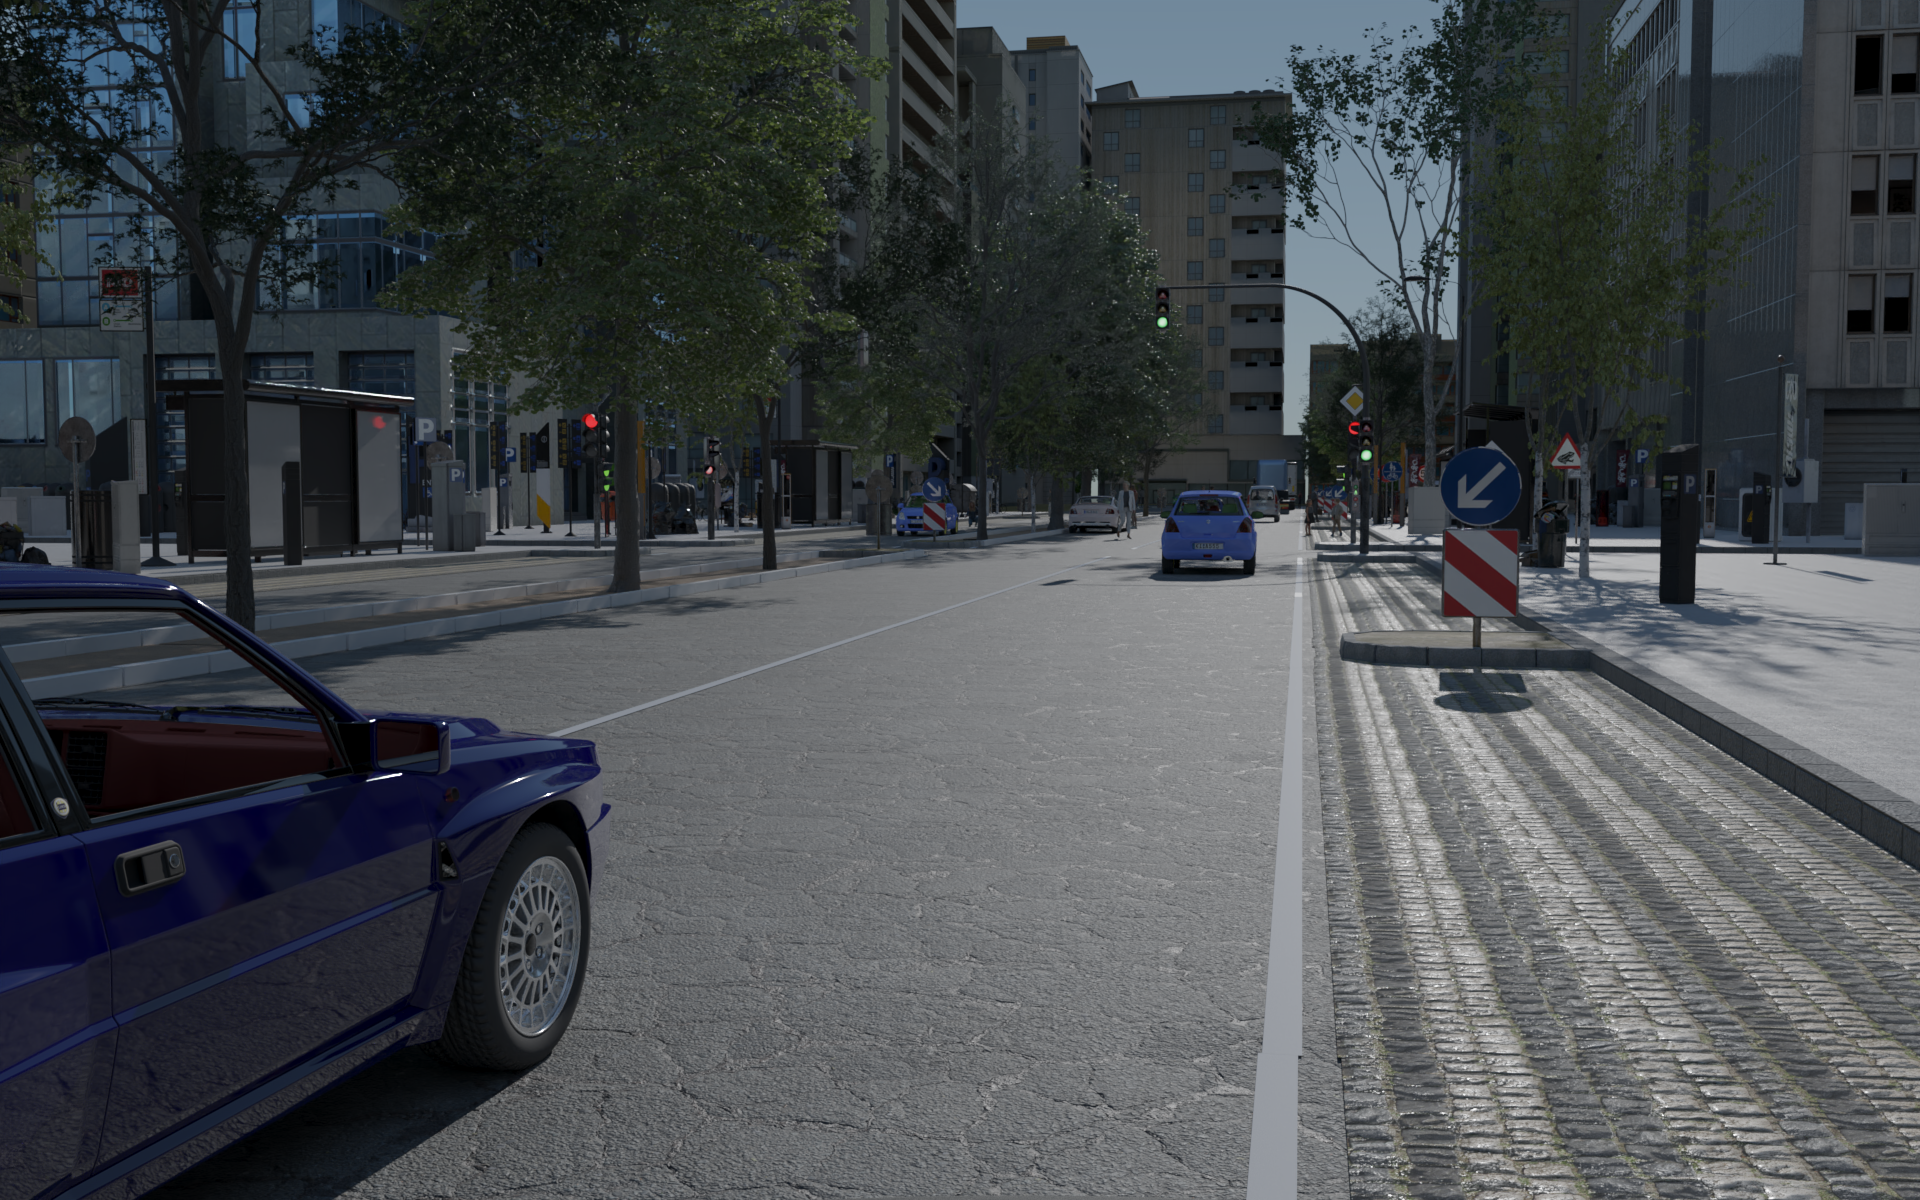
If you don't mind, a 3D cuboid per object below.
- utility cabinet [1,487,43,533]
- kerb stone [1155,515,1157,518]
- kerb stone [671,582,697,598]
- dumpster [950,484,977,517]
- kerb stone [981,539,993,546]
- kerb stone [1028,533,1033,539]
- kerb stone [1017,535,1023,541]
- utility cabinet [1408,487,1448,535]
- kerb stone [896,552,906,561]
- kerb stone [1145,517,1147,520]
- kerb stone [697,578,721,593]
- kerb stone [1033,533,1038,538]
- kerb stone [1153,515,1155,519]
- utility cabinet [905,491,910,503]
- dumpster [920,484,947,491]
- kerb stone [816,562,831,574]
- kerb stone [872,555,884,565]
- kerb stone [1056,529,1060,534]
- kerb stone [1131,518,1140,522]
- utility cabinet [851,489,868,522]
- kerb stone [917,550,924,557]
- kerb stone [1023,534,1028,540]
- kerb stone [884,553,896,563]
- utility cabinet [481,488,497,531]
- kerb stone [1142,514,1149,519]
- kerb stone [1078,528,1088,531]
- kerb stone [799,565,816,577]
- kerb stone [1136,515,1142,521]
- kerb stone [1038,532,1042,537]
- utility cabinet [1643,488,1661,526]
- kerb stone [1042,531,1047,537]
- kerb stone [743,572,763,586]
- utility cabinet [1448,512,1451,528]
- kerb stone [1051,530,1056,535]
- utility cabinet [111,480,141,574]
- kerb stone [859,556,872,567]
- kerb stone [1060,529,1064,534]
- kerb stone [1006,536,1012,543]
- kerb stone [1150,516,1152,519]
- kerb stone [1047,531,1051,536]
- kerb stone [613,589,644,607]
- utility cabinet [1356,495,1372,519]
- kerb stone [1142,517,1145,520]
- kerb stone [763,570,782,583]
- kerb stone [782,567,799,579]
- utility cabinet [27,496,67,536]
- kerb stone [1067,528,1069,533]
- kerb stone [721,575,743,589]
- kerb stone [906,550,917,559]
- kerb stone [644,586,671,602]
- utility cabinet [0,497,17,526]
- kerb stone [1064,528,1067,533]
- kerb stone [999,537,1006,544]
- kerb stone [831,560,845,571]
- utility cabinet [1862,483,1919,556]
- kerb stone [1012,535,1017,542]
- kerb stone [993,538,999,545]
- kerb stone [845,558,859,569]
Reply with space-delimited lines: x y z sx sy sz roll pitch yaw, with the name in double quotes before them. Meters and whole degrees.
"utility cabinet" -30.502 -2.916 56.355 1.173 1.500 0.318 -1 4 -17
"kerb stone" 11.263 -4.844 101.429 0.120 0.150 1.000 1 4 11
"kerb stone" -3.967 -0.135 24.404 0.120 0.150 1.000 1 4 11
"dumpster" 0.196 -5.639 97.953 1.264 1.857 1.865 1 4 11
"kerb stone" 0.709 -1.583 48.089 0.120 0.150 1.000 1 4 11
"kerb stone" 2.107 -2.015 55.139 0.120 0.150 1.000 1 4 11
"kerb stone" 1.707 -1.892 53.124 0.120 0.150 1.000 1 4 11
"utility cabinet" 14.578 -2.781 54.147 1.173 1.500 0.318 -1 4 -21
"kerb stone" -1.386 -0.933 37.466 0.120 0.150 1.000 1 4 11
"kerb stone" 10.059 -4.478 95.408 0.120 0.150 1.000 1 4 11
"kerb stone" -3.771 -0.196 25.411 0.120 0.150 1.000 1 4 11
"kerb stone" 2.305 -2.074 56.142 0.120 0.150 1.000 1 4 11
"kerb stone" 11.060 -4.785 100.424 0.120 0.150 1.000 1 4 11
"utility cabinet" -3.468 -6.551 115.793 0.318 1.500 1.173 0 4 -8
"dumpster" -1.449 -5.127 89.577 1.264 1.857 1.865 1 4 11
"kerb stone" -2.582 -0.559 31.434 0.120 0.150 1.000 1 4 11
"kerb stone" -1.794 -0.811 35.463 0.120 0.150 1.000 1 4 11
"kerb stone" 3.300 -2.383 61.190 0.120 0.150 1.000 1 4 11
"kerb stone" 9.263 -4.231 91.379 0.120 0.150 1.000 1 4 11
"utility cabinet" -4.724 -4.353 79.857 1.173 1.500 0.318 -1 4 -9
"kerb stone" -0.981 -1.057 39.476 0.120 0.150 1.000 1 4 11
"kerb stone" 1.902 -1.953 54.128 0.120 0.150 1.000 1 4 11
"kerb stone" -1.585 -0.873 36.463 0.120 0.150 1.000 1 4 11
"utility cabinet" -16.127 -3.096 59.297 0.318 1.500 1.173 0 4 -5
"kerb stone" 10.263 -4.539 96.410 0.120 0.150 1.000 1 4 11
"kerb stone" 4.883 -2.875 69.241 0.120 0.150 1.000 1 4 11
"kerb stone" -2.779 -0.496 30.429 0.120 0.150 1.000 1 4 11
"kerb stone" 9.476 -4.293 92.379 0.120 0.150 1.000 1 4 11
"kerb stone" 2.500 -2.139 57.162 0.120 0.150 1.000 1 4 11
"utility cabinet" 27.457 -3.660 68.522 0.318 1.500 1.173 -2 4 -26
"kerb stone" 2.706 -2.198 58.164 0.120 0.150 1.000 1 4 11
"kerb stone" -3.373 -0.320 27.420 0.120 0.150 1.000 1 4 11
"utility cabinet" 17.827 -3.446 65.025 1.173 1.500 0.318 2 4 31
"kerb stone" 3.111 -2.321 60.185 0.120 0.150 1.000 1 4 11
"utility cabinet" -13.413 -1.170 27.815 0.318 1.500 1.173 -2 4 -31
"kerb stone" -1.988 -0.749 34.452 0.120 0.150 1.000 1 4 11
"kerb stone" 3.500 -2.445 62.192 0.120 0.150 1.000 1 4 11
"kerb stone" 1.308 -1.764 51.115 0.120 0.150 1.000 1 4 11
"kerb stone" 10.661 -4.656 98.417 0.120 0.150 1.000 1 4 11
"kerb stone" 2.902 -2.262 59.184 0.120 0.150 1.000 1 4 11
"kerb stone" -4.366 -0.012 22.394 0.120 0.150 1.000 1 4 11
"utility cabinet" 20.825 -4.788 89.451 0.306 1.237 1.020 -2 4 -24
"kerb stone" 9.864 -4.416 94.395 0.120 0.150 1.000 1 4 11
"kerb stone" -3.169 -0.381 28.421 0.120 0.150 1.000 1 4 11
"kerb stone" -2.984 -0.441 29.428 0.120 0.150 1.000 1 4 11
"utility cabinet" -28.143 -2.583 53.388 0.306 1.237 1.020 3 5 45
"kerb stone" 3.907 -2.570 64.211 0.120 0.150 1.000 1 4 11
"kerb stone" -3.572 -0.258 26.417 0.120 0.150 1.000 1 4 11
"kerb stone" -1.186 -0.992 38.470 0.120 0.150 1.000 1 4 11
"kerb stone" -4.171 -0.074 23.403 0.120 0.150 1.000 1 4 11
"utility cabinet" -19.724 -1.468 35.158 0.306 1.237 1.020 2 4 35
"kerb stone" 3.703 -2.508 63.209 0.120 0.150 1.000 1 4 11
"kerb stone" 1.104 -1.707 50.097 0.120 0.150 1.000 1 4 11
"kerb stone" -2.382 -0.626 32.436 0.120 0.150 1.000 1 4 11
"utility cabinet" 19.144 -1.635 35.419 1.173 1.500 0.318 1 4 16
"kerb stone" 1.504 -1.829 52.118 0.120 0.150 1.000 1 4 11
"kerb stone" 0.903 -1.645 49.094 0.120 0.150 1.000 1 4 11
"kerb stone" -2.179 -0.688 33.448 0.120 0.150 1.000 1 4 11
